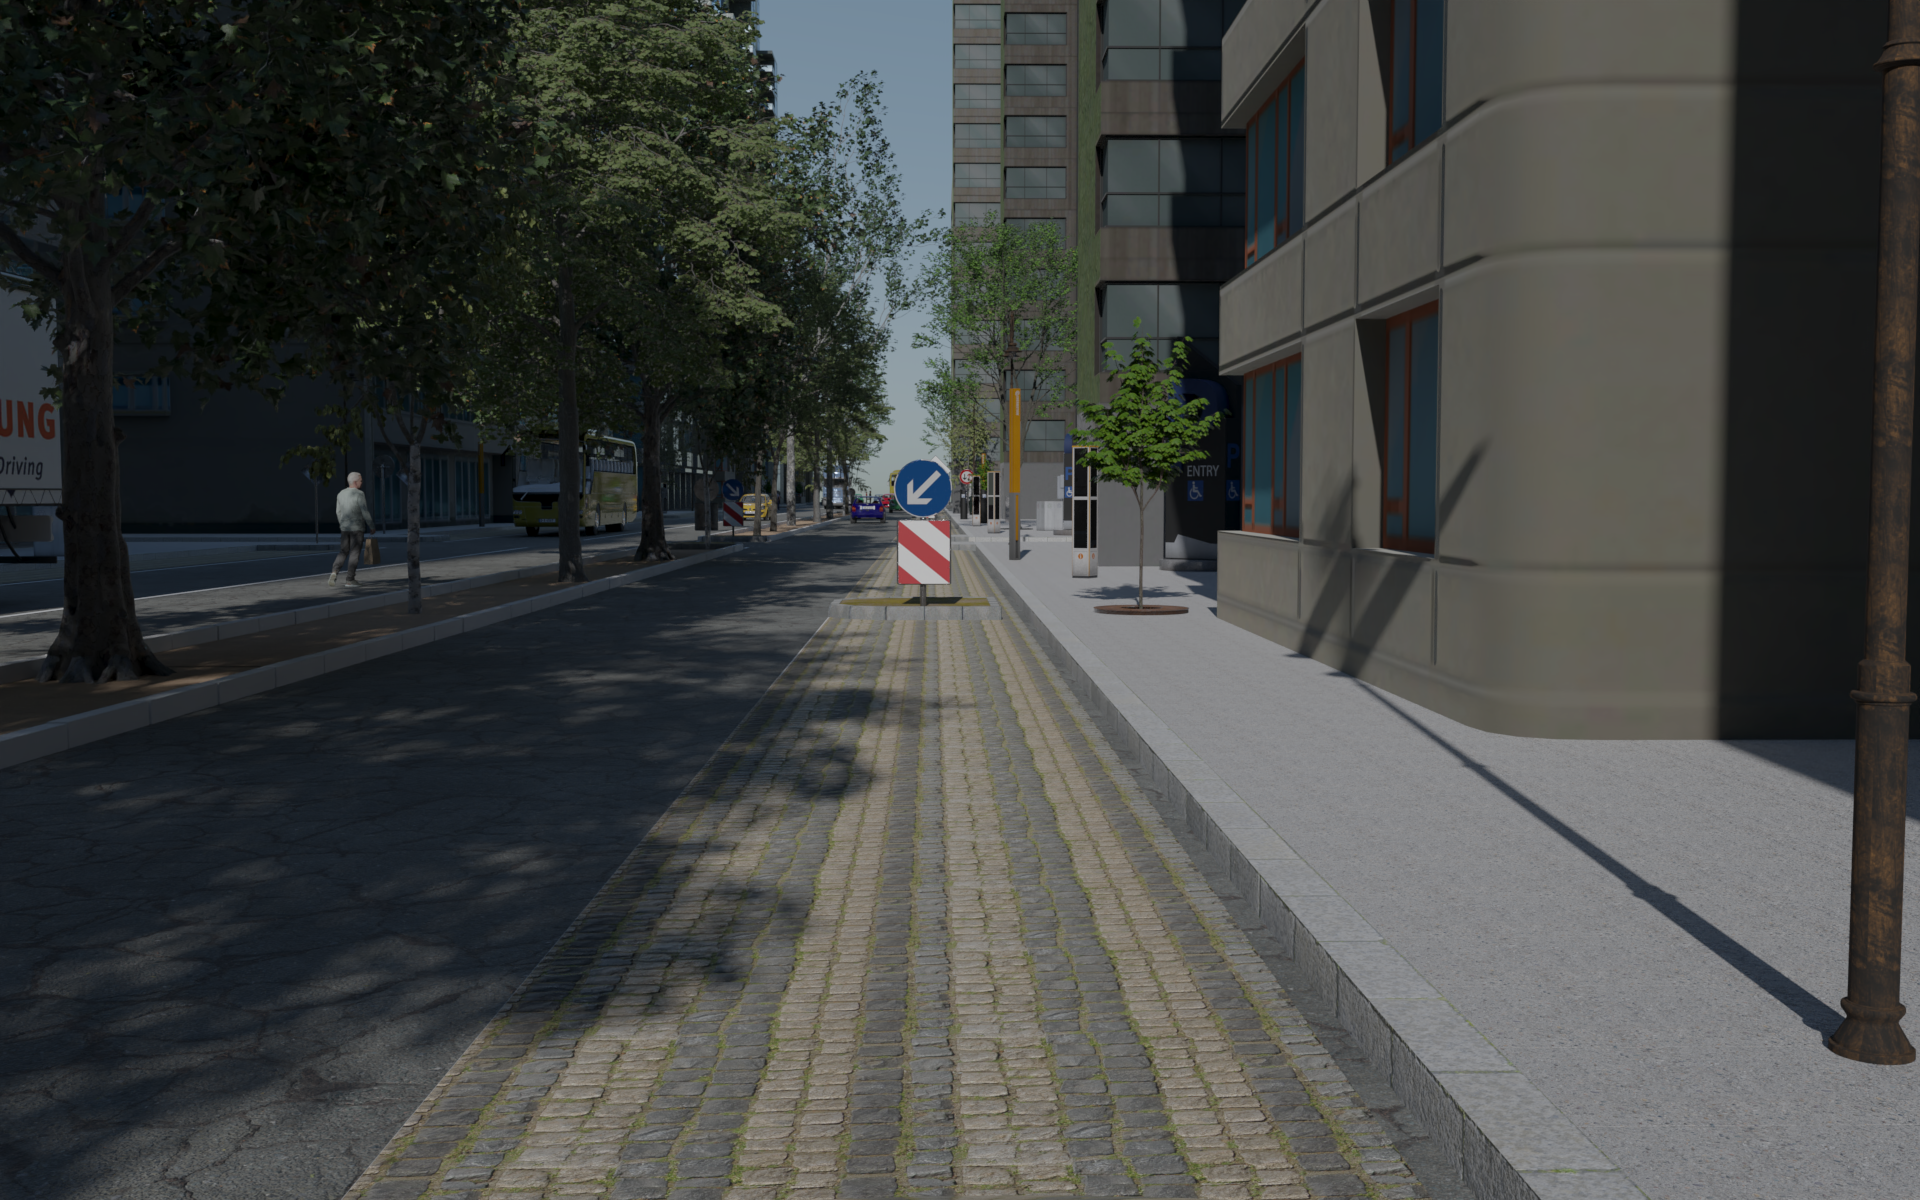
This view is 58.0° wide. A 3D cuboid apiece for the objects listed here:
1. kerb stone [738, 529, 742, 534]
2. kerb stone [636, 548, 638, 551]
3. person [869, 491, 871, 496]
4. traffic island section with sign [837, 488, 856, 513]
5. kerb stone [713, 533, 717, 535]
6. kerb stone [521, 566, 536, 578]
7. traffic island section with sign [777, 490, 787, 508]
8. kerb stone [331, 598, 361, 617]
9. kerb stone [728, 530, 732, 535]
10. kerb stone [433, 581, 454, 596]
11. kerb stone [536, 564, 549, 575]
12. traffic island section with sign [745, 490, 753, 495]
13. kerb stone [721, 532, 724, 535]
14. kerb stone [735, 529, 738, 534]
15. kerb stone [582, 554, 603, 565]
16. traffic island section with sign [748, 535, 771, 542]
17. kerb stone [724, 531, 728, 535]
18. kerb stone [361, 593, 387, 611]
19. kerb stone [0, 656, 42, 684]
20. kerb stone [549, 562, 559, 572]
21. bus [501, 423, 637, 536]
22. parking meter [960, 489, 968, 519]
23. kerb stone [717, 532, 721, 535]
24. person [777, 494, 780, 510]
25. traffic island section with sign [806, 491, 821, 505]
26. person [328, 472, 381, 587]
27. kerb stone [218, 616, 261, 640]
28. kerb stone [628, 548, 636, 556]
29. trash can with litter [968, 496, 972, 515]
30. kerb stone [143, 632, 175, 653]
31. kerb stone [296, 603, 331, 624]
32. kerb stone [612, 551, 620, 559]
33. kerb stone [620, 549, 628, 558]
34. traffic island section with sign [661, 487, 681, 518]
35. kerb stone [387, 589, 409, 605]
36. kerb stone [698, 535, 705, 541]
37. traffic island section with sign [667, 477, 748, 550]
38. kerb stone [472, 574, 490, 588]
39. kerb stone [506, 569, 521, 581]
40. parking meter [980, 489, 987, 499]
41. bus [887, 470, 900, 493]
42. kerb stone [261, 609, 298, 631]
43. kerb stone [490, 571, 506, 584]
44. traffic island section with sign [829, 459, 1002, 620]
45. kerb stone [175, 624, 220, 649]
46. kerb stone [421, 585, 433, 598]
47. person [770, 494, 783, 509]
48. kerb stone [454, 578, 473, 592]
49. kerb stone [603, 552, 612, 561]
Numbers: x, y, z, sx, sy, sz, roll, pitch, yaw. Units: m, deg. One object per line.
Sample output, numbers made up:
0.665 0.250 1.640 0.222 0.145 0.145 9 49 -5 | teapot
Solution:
-8.030 -2.437 62.052 0.120 0.150 1.000 0 4 -1 | kerb stone
-7.684 -1.147 40.957 0.120 0.150 1.000 0 4 -1 | kerb stone
-11.354 -12.958 220.000 0.705 1.869 1.348 1 4 9 | person
-8.069 -7.323 127.865 2.006 1.907 1.989 0 4 -1 | traffic island section with sign
-7.915 -1.997 54.879 0.120 0.150 1.000 0 4 -1 | kerb stone
-7.495 -0.456 29.693 0.120 0.150 1.000 0 4 -1 | kerb stone
-18.902 -10.462 179.679 1.989 1.847 2.006 0 4 -1 | traffic island section with sign
-7.346 0.105 20.484 0.120 0.150 1.000 0 4 -1 | kerb stone
-7.978 -2.250 58.975 0.120 0.150 1.000 0 4 -1 | kerb stone
-7.421 -0.144 24.578 0.120 0.150 1.000 0 4 -1 | kerb stone
-7.511 -0.519 30.716 0.120 0.150 1.000 0 4 -1 | kerb stone
-18.452 -8.745 151.610 1.989 1.847 2.006 0 4 -1 | traffic island section with sign
-7.948 -2.124 56.926 0.120 0.150 1.000 0 4 -1 | kerb stone
-8.018 -2.375 61.030 0.120 0.150 1.000 0 4 -1 | kerb stone
-7.604 -0.830 35.841 0.120 0.150 1.000 0 4 -1 | kerb stone
-6.833 -2.728 52.736 2.006 1.907 1.989 0 4 -1 | traffic island section with sign
-7.964 -2.183 57.948 0.120 0.150 1.000 0 4 -1 | kerb stone
-7.369 0.044 21.507 0.120 0.150 1.000 0 4 -1 | kerb stone
-7.235 0.546 13.304 0.120 0.150 1.000 0 4 -1 | kerb stone
-7.531 -0.584 31.738 0.120 0.150 1.000 0 4 -1 | kerb stone
-13.882 -4.369 62.979 2.896 3.916 12.252 0 4 -2 | bus
0.196 -4.860 87.871 0.372 1.533 0.369 0 3 0 | parking meter
-7.928 -2.061 55.901 0.120 0.150 1.000 0 4 -1 | kerb stone
-16.433 -8.902 154.993 0.756 1.711 0.436 1 4 19 | person
-19.810 -13.853 235.116 1.989 1.847 2.006 0 4 -1 | traffic island section with sign
-9.344 -1.087 26.753 0.782 1.767 0.515 2 4 24 | person
-7.298 0.294 17.393 0.120 0.150 1.000 0 4 -1 | kerb stone
-7.669 -1.082 39.935 0.120 0.150 1.000 0 4 -1 | kerb stone
0.918 -5.782 105.927 0.624 1.170 1.055 -1 4 -21 | trash can with litter
-7.265 0.419 15.348 0.120 0.150 1.000 0 4 -1 | kerb stone
-7.332 0.168 19.456 0.120 0.150 1.000 0 4 -1 | kerb stone
-7.633 -0.960 37.885 0.120 0.150 1.000 0 4 -1 | kerb stone
-7.655 -1.019 38.907 0.120 0.150 1.000 0 4 -1 | kerb stone
-17.655 -5.758 102.771 1.989 1.847 2.006 0 4 -1 | traffic island section with sign
-7.388 -0.015 22.533 0.120 0.150 1.000 0 4 -1 | kerb stone
-7.876 -1.874 52.836 0.120 0.150 1.000 0 4 -1 | kerb stone
-6.722 -2.275 45.330 2.006 1.907 1.989 0 4 -1 | traffic island section with sign
-7.449 -0.271 26.625 0.120 0.150 1.000 0 4 -1 | kerb stone
-7.490 -0.396 28.671 0.120 0.150 1.000 0 4 -1 | kerb stone
1.115 -4.529 82.467 0.372 1.533 0.369 0 3 0 | parking meter
-5.877 -11.219 174.982 2.896 3.916 12.252 0 4 -3 | bus
-7.320 0.233 18.424 0.120 0.150 1.000 0 4 -1 | kerb stone
-7.472 -0.330 27.647 0.120 0.150 1.000 0 4 -1 | kerb stone
-0.536 -0.725 20.484 1.989 1.847 2.006 0 4 -1 | traffic island section with sign
-7.286 0.361 16.371 0.120 0.150 1.000 0 4 -1 | kerb stone
-7.406 -0.083 23.555 0.120 0.150 1.000 0 4 -1 | kerb stone
-17.848 -9.732 167.627 1.348 1.824 0.705 -1 4 -10 | person
-7.437 -0.202 25.603 0.120 0.150 1.000 0 4 -1 | kerb stone
-7.618 -0.897 36.862 0.120 0.150 1.000 0 4 -1 | kerb stone
